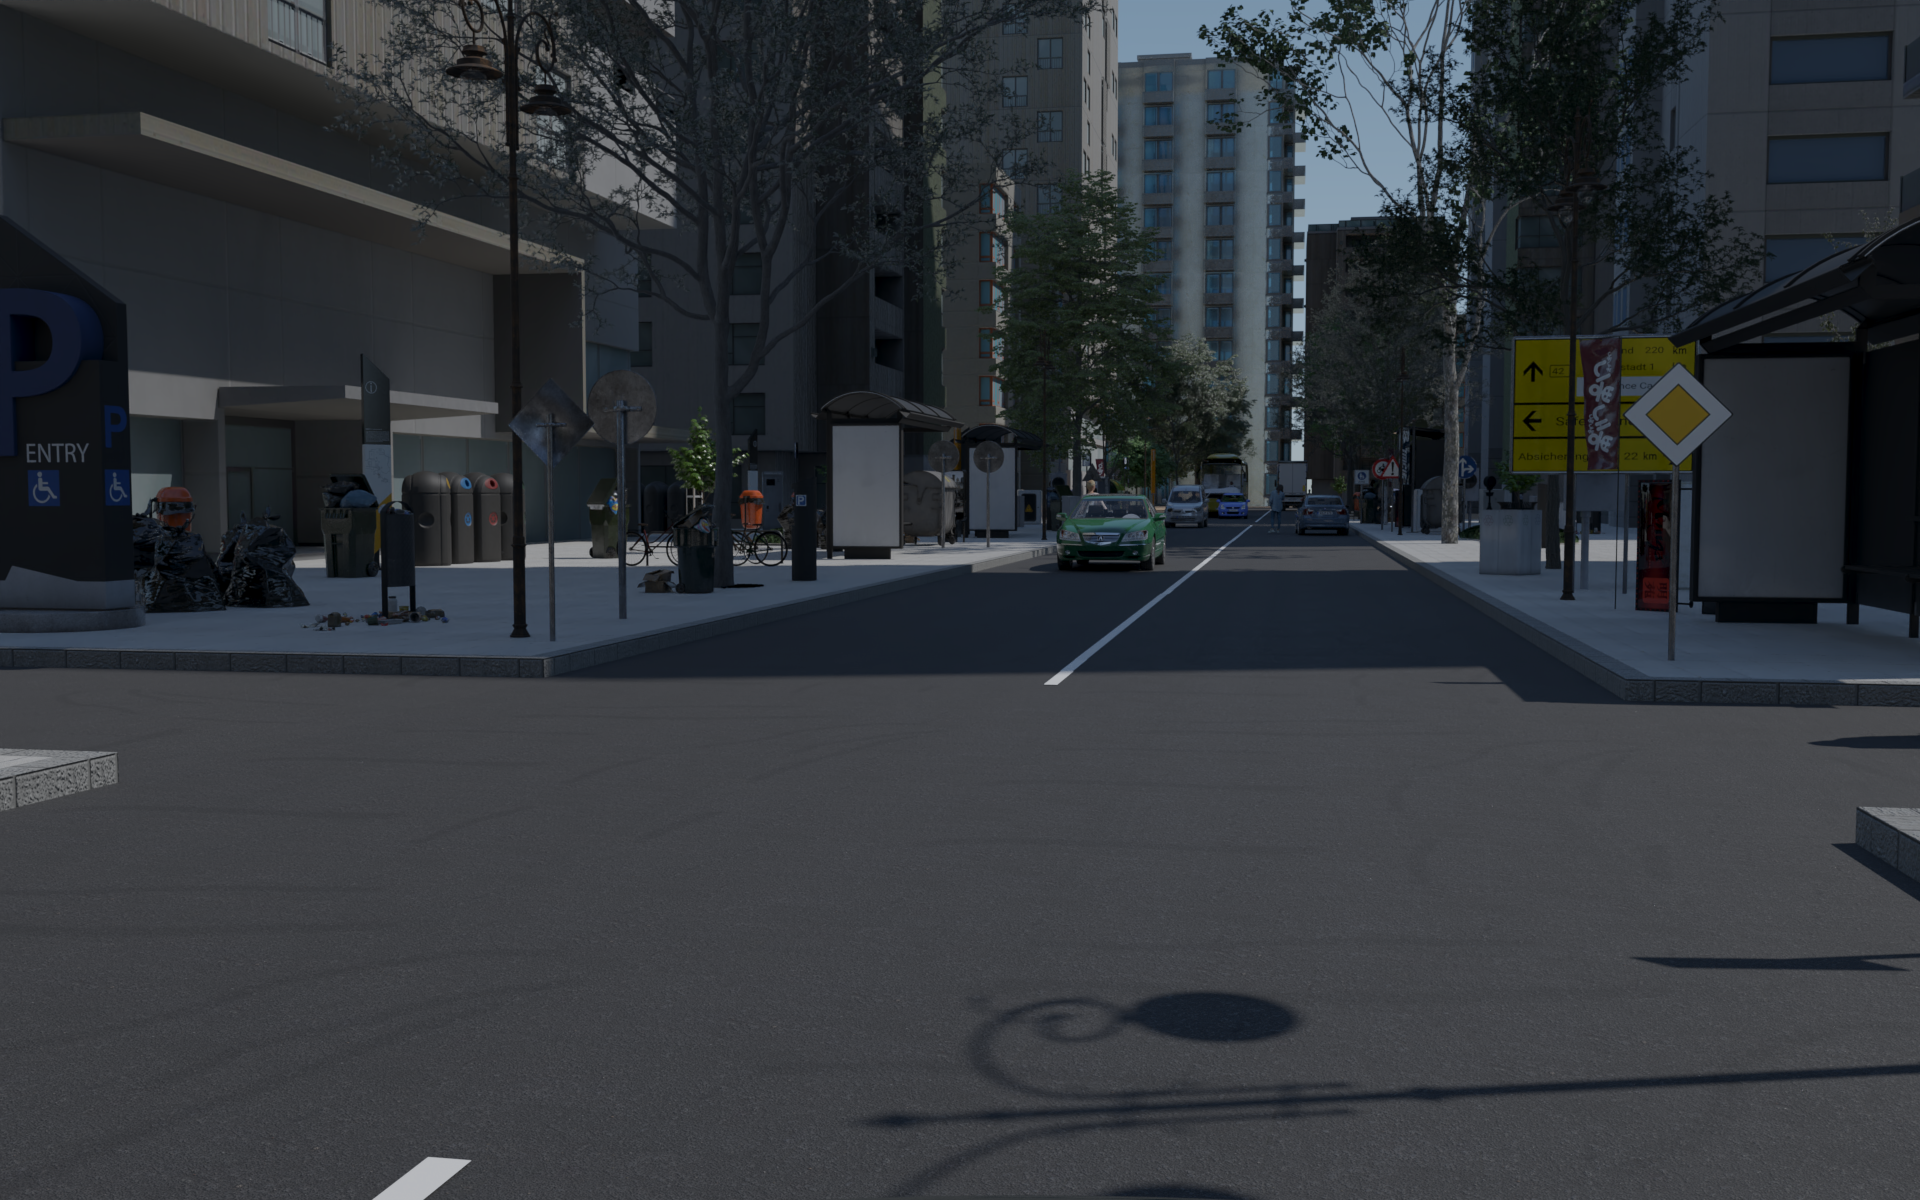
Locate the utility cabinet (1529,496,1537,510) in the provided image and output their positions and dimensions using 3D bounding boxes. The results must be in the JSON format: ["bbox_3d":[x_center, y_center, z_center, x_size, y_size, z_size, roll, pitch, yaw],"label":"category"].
[{"bbox_3d":[19.724,-2.902,58.609,1.020,1.237,0.306,-2,4,-29],"label":"utility cabinet"}]

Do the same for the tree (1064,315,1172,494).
[{"bbox_3d":[6.052,-7.237,68.694,4.737,8.622,4.395,0,3,0],"label":"tree"}]

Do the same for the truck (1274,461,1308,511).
[{"bbox_3d":[28.879,-9.911,150.960,2.839,4.237,11.283,1,4,10],"label":"truck"}]

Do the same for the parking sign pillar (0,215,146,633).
[{"bbox_3d":[-8.643,-1.718,16.565,1.447,3.967,1.447,1,4,12],"label":"parking sign pillar"}]

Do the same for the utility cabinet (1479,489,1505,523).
[{"bbox_3d":[23.314,-4.113,75.924,1.173,1.500,0.318,-2,4,-25],"label":"utility cabinet"}]

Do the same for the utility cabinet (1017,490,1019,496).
[{"bbox_3d":[2.742,-4.842,87.840,1.173,1.500,0.318,3,4,37],"label":"utility cabinet"}]

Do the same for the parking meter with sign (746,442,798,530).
[{"bbox_3d":[-6.321,-3.793,58.274,1.738,3.016,0.543,-1,4,-9],"label":"parking meter with sign"}]

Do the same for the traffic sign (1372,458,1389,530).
[{"bbox_3d":[15.088,-3.775,61.827,0.768,2.556,0.104,1,4,12],"label":"traffic sign"}]

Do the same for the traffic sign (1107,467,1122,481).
[{"bbox_3d":[7.189,-4.948,81.009,0.768,2.556,0.104,1,4,17],"label":"traffic sign"}]

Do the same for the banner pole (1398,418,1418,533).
[{"bbox_3d":[14.813,-4.116,57.308,0.863,3.779,0.401,-2,4,-27],"label":"banner pole"}]

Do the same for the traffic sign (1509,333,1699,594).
[{"bbox_3d":[8.231,-1.734,22.227,2.265,3.308,0.079,1,4,12],"label":"traffic sign"}]

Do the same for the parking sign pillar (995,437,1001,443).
[{"bbox_3d":[1.050,-5.090,71.686,1.447,3.967,1.447,-2,4,-30],"label":"parking sign pillar"}]

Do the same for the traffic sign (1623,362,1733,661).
[{"bbox_3d":[5.481,-0.590,13.290,0.795,2.450,0.064,1,4,11],"label":"traffic sign"}]

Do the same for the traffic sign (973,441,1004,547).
[{"bbox_3d":[0.678,-2.538,41.603,0.768,2.556,0.104,1,4,16],"label":"traffic sign"}]

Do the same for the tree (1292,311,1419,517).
[{"bbox_3d":[22.409,-10.539,98.069,9.928,11.665,9.643,0,3,0],"label":"tree"}]

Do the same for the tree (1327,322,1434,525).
[{"bbox_3d":[17.334,-7.394,71.256,4.360,8.622,3.978,0,3,0],"label":"tree"}]

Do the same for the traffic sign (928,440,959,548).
[{"bbox_3d":[-0.401,-2.506,41.080,0.768,2.556,0.104,1,4,12],"label":"traffic sign"}]

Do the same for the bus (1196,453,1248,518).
[{"bbox_3d":[16.614,-7.154,108.518,2.896,3.916,12.252,1,4,11],"label":"bus"}]

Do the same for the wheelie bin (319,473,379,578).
[{"bbox_3d":[-9.386,-1.146,26.648,0.980,1.594,0.693,1,4,19],"label":"wheelie bin"}]

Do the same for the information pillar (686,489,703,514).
[{"bbox_3d":[-6.808,-2.442,44.422,0.304,2.012,0.304,3,5,39],"label":"information pillar"}]

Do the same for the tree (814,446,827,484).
[{"bbox_3d":[-3.818,-3.920,58.699,1.663,3.219,1.824,0,3,0],"label":"tree"}]

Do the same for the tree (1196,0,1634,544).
[{"bbox_3d":[11.261,-11.489,43.728,12.611,20.169,13.585,0,3,0],"label":"tree"}]

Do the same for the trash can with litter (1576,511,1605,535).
[{"bbox_3d":[19.664,-2.728,55.667,2.233,1.210,1.678,1,4,12],"label":"trash can with litter"}]

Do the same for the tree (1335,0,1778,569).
[{"bbox_3d":[9.850,-5.806,29.337,7.601,10.594,8.767,-1,4,-16],"label":"tree"}]

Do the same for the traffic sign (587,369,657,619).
[{"bbox_3d":[-3.467,-1.078,17.736,0.768,2.556,0.104,1,4,12],"label":"traffic sign"}]

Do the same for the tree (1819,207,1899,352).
[{"bbox_3d":[23.928,-5.746,44.306,4.360,8.622,3.978,0,3,0],"label":"tree"}]

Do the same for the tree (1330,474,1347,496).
[{"bbox_3d":[35.724,-10.260,162.359,1.663,3.219,1.824,0,3,0],"label":"tree"}]

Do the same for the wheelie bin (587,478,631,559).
[{"bbox_3d":[-7.017,-1.634,34.631,0.693,1.594,0.980,-3,5,-45],"label":"wheelie bin"}]

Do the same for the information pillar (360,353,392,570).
[{"bbox_3d":[-9.790,-2.305,29.040,0.183,3.616,0.504,3,5,45],"label":"information pillar"}]

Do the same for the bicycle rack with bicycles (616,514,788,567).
[{"bbox_3d":[-4.342,-1.091,31.218,2.925,0.926,2.852,2,4,25],"label":"bicycle rack with bicycles"}]

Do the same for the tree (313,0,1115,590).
[{"bbox_3d":[-3.142,-6.918,23.479,12.009,13.543,11.850,0,3,0],"label":"tree"}]

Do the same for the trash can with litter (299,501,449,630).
[{"bbox_3d":[-5.933,-0.383,17.314,1.678,1.210,2.233,1,4,15],"label":"trash can with litter"}]

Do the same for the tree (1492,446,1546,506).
[{"bbox_3d":[20.775,-4.267,64.365,1.663,3.219,1.824,0,3,0],"label":"tree"}]

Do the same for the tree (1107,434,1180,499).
[{"bbox_3d":[10.371,-6.797,94.843,4.285,4.588,4.351,0,3,0],"label":"tree"}]

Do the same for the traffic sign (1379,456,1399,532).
[{"bbox_3d":[14.561,-3.566,58.316,0.884,2.594,0.081,1,4,20],"label":"traffic sign"}]

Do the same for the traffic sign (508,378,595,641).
[{"bbox_3d":[-3.547,-0.697,15.031,0.795,2.450,0.064,1,4,11],"label":"traffic sign"}]

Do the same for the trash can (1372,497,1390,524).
[{"bbox_3d":[17.913,-3.796,73.710,0.748,1.137,0.748,0,3,0],"label":"trash can"}]

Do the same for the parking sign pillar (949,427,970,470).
[{"bbox_3d":[-0.210,-4.981,69.908,1.447,3.967,1.447,1,4,13],"label":"parking sign pillar"}]

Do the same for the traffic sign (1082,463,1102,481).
[{"bbox_3d":[5.547,-4.450,72.760,0.884,2.594,0.081,1,4,19],"label":"traffic sign"}]

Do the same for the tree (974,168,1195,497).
[{"bbox_3d":[4.287,-8.701,60.396,7.486,12.596,7.792,0,3,0],"label":"tree"}]

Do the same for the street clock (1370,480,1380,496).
[{"bbox_3d":[20.706,-5.007,86.439,0.358,2.002,0.471,-1,4,-23],"label":"street clock"}]

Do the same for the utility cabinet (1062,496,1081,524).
[{"bbox_3d":[3.760,-2.881,58.263,0.306,1.237,1.020,2,4,27],"label":"utility cabinet"}]

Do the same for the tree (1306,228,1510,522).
[{"bbox_3d":[19.501,-10.294,78.671,12.009,13.543,11.850,0,3,0],"label":"tree"}]

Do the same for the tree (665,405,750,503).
[{"bbox_3d":[-5.715,-2.648,37.897,1.663,3.219,1.824,0,3,0],"label":"tree"}]

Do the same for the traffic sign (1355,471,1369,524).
[{"bbox_3d":[17.169,-4.398,74.043,0.606,2.300,0.079,1,4,15],"label":"traffic sign"}]

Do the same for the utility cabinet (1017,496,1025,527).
[{"bbox_3d":[2.078,-3.456,67.665,0.306,1.237,1.020,-3,5,-41],"label":"utility cabinet"}]

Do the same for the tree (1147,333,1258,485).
[{"bbox_3d":[18.777,-14.029,136.034,9.857,13.997,8.962,0,3,0],"label":"tree"}]

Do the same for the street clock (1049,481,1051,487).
[{"bbox_3d":[4.619,-4.918,84.985,0.471,2.002,0.358,1,4,21],"label":"street clock"}]

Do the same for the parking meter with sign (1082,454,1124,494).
[{"bbox_3d":[6.143,-4.817,75.018,1.738,3.016,0.543,-2,4,-34],"label":"parking meter with sign"}]

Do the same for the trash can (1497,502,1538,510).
[{"bbox_3d":[10.424,-1.270,32.412,0.748,1.137,0.748,0,3,0],"label":"trash can"}]

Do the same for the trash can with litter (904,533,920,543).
[{"bbox_3d":[-1.570,-2.077,45.352,1.055,1.170,0.624,1,4,9],"label":"trash can with litter"}]

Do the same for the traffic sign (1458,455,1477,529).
[{"bbox_3d":[16.664,-3.494,57.234,0.768,2.556,0.104,1,4,18],"label":"traffic sign"}]

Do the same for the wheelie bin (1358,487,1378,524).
[{"bbox_3d":[17.711,-4.113,75.152,0.693,1.594,0.980,-2,4,-24],"label":"wheelie bin"}]

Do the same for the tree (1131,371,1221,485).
[{"bbox_3d":[15.083,-11.446,121.555,7.601,10.594,8.767,1,4,21],"label":"tree"}]

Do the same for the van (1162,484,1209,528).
[{"bbox_3d":[9.753,-4.130,74.535,2.013,2.044,4.112,1,4,12],"label":"van"}]

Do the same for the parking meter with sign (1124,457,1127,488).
[{"bbox_3d":[7.003,-5.265,82.348,1.738,3.016,0.543,1,4,15],"label":"parking meter with sign"}]

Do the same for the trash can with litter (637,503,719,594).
[{"bbox_3d":[-3.662,-0.675,22.424,1.055,1.170,0.624,1,4,11],"label":"trash can with litter"}]

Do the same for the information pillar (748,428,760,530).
[{"bbox_3d":[-7.353,-4.293,61.551,0.183,3.616,0.504,2,4,31],"label":"information pillar"}]

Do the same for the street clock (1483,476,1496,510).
[{"bbox_3d":[21.106,-3.942,69.029,0.471,2.002,0.358,-2,4,-24],"label":"street clock"}]
